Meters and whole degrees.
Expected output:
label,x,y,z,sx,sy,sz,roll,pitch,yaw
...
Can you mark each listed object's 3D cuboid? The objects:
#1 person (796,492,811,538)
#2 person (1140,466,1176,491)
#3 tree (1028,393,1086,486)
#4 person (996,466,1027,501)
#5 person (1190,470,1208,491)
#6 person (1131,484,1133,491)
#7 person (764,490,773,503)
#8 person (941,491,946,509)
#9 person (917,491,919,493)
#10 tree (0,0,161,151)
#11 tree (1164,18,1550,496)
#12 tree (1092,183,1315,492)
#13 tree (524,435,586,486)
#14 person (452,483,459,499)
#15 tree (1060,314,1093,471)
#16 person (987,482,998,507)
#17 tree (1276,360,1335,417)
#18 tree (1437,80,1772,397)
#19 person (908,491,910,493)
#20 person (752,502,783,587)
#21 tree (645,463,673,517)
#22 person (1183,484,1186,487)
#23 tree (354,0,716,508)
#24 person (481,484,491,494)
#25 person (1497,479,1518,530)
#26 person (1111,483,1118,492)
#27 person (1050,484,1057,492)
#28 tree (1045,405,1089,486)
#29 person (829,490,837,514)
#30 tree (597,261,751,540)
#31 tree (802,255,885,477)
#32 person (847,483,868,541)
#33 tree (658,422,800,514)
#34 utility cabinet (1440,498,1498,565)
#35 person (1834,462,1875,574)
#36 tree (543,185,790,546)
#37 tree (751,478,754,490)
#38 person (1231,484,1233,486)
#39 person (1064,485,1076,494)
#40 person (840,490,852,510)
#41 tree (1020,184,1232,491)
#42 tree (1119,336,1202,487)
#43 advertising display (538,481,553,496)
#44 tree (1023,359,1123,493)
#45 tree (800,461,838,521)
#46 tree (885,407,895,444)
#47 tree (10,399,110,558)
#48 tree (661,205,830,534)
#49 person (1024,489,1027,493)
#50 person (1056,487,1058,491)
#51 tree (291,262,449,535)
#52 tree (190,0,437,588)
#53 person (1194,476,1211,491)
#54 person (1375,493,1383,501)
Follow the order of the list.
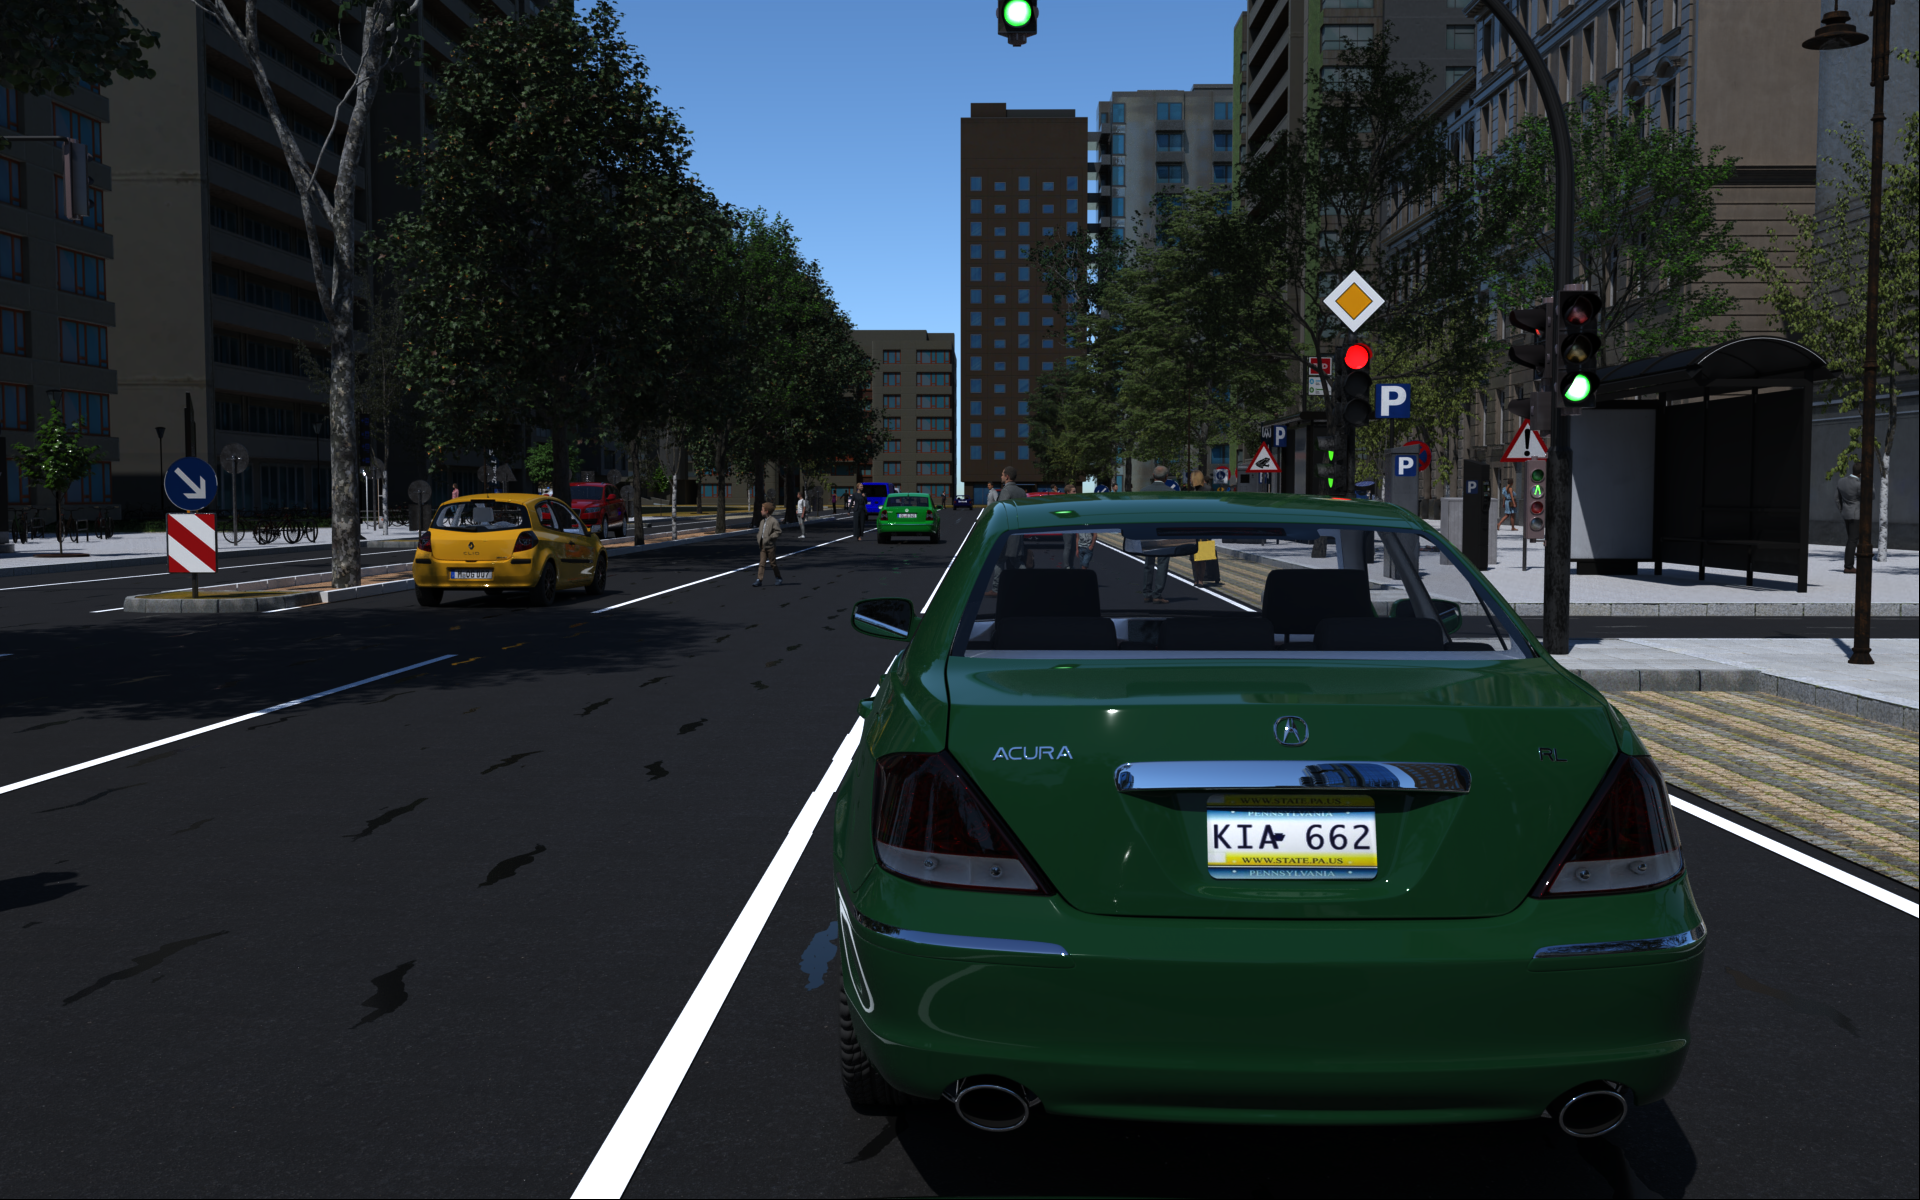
label,x,y,z,sx,sy,sz,roll,pitch,yaw
person,-5.145,-2.777,56.501,0.503,1.515,0.523,2,4,29
person,2.642,-0.865,22.813,0.661,1.801,0.590,2,4,29
tree,10.788,-15.155,173.545,9.928,11.665,9.643,0,3,0
person,0.672,-0.937,23.914,0.767,1.812,0.694,2,4,32
person,3.807,-1.113,26.912,0.699,1.804,1.509,2,4,23
person,8.923,-5.150,90.251,0.388,1.821,0.555,0,4,-6
person,-13.277,-6.629,117.678,1.217,1.735,0.721,-3,4,-38
person,-1.588,-9.621,166.604,0.445,1.727,0.742,1,4,22
person,-3.839,-9.260,160.616,1.217,1.735,0.721,1,4,14
tree,-9.269,-6.179,10.141,9.857,13.997,8.962,0,3,0
tree,7.479,-6.113,34.360,7.601,10.594,8.767,3,5,41
tree,9.337,-8.912,63.830,7.486,12.596,7.792,0,3,0
tree,-22.098,-6.778,94.528,4.285,4.588,4.351,0,3,0
person,-25.757,-5.028,88.255,0.555,1.821,0.388,2,4,35
tree,8.884,-10.322,86.886,7.486,12.596,7.792,0,3,0
person,1.145,-2.974,56.970,0.795,1.843,0.661,-1,4,-15
tree,18.580,-8.639,91.616,4.360,8.622,3.978,0,3,0
tree,16.565,-7.290,44.952,9.928,11.665,9.643,0,3,0
person,-4.837,-9.497,164.710,0.436,1.711,0.756,2,4,26
person,-2.965,-0.865,26.915,0.475,1.303,0.640,2,4,29
tree,-16.966,-6.288,97.415,1.663,3.219,1.824,0,3,0
person,11.239,-4.915,86.384,0.713,1.824,0.794,-1,4,-21
tree,-8.972,-7.295,38.738,9.611,12.733,9.660,0,3,0
person,-26.006,-5.466,95.188,0.659,1.850,0.755,1,4,18
person,19.181,-3.326,60.523,0.778,1.811,0.616,0,4,-7
person,5.530,-3.318,62.762,0.620,1.820,0.660,2,4,33
person,3.669,-3.511,66.078,0.592,1.802,0.473,-3,4,-37
tree,9.092,-11.724,142.046,4.737,8.622,4.395,0,3,0
person,-9.162,-7.101,125.281,0.721,1.739,1.217,-2,4,-30
tree,-8.925,-6.192,54.058,4.360,8.622,3.978,0,3,0
tree,-8.331,-9.307,71.628,9.611,12.733,9.660,0,3,0
person,-3.104,-2.683,52.782,0.576,1.772,0.534,-3,5,-40
tree,-16.912,-12.333,112.007,12.009,13.543,11.850,0,3,0
utility cabinet,9.263,-1.245,31.515,1.020,1.237,0.306,-1,4,-16
person,14.446,-1.330,27.974,0.473,1.802,0.592,0,4,4
tree,-8.754,-6.766,47.490,8.767,10.594,7.601,0,4,1
tree,-16.003,-10.958,129.529,4.360,8.622,3.978,0,3,0
person,14.716,-5.310,93.086,0.699,1.804,1.509,1,4,15
person,1.961,-1.269,31.058,0.330,1.601,0.589,2,4,31
person,-10.100,-8.896,153.979,1.348,1.821,0.705,1,4,21
tree,10.371,-15.344,106.762,12.611,20.169,13.585,0,3,0
tree,9.196,-7.863,78.926,4.737,8.622,4.395,0,3,0
advertising display,-20.012,-4.817,83.979,0.974,1.923,0.123,1,4,18
tree,10.420,-15.478,159.713,9.857,13.997,8.962,0,3,0
tree,-7.950,-8.369,89.653,4.737,8.622,4.395,0,3,0
tree,-7.957,-9.899,81.316,9.611,12.733,9.660,0,3,0
tree,-18.506,-2.489,35.302,1.663,3.219,1.824,0,3,0
tree,-8.458,-8.153,61.507,9.928,11.665,9.643,0,3,0
person,3.955,-5.714,102.636,0.721,1.735,1.217,2,4,31
person,4.668,-4.573,83.617,0.601,1.785,0.444,-1,4,-12
tree,-18.106,-6.317,53.653,4.360,8.622,3.978,0,3,0
tree,-10.527,-10.290,26.596,12.611,20.169,13.585,0,3,0
person,7.581,-2.963,54.291,0.655,1.846,0.447,1,4,9
person,8.042,-1.552,34.014,0.523,1.515,0.503,-1,4,-18
